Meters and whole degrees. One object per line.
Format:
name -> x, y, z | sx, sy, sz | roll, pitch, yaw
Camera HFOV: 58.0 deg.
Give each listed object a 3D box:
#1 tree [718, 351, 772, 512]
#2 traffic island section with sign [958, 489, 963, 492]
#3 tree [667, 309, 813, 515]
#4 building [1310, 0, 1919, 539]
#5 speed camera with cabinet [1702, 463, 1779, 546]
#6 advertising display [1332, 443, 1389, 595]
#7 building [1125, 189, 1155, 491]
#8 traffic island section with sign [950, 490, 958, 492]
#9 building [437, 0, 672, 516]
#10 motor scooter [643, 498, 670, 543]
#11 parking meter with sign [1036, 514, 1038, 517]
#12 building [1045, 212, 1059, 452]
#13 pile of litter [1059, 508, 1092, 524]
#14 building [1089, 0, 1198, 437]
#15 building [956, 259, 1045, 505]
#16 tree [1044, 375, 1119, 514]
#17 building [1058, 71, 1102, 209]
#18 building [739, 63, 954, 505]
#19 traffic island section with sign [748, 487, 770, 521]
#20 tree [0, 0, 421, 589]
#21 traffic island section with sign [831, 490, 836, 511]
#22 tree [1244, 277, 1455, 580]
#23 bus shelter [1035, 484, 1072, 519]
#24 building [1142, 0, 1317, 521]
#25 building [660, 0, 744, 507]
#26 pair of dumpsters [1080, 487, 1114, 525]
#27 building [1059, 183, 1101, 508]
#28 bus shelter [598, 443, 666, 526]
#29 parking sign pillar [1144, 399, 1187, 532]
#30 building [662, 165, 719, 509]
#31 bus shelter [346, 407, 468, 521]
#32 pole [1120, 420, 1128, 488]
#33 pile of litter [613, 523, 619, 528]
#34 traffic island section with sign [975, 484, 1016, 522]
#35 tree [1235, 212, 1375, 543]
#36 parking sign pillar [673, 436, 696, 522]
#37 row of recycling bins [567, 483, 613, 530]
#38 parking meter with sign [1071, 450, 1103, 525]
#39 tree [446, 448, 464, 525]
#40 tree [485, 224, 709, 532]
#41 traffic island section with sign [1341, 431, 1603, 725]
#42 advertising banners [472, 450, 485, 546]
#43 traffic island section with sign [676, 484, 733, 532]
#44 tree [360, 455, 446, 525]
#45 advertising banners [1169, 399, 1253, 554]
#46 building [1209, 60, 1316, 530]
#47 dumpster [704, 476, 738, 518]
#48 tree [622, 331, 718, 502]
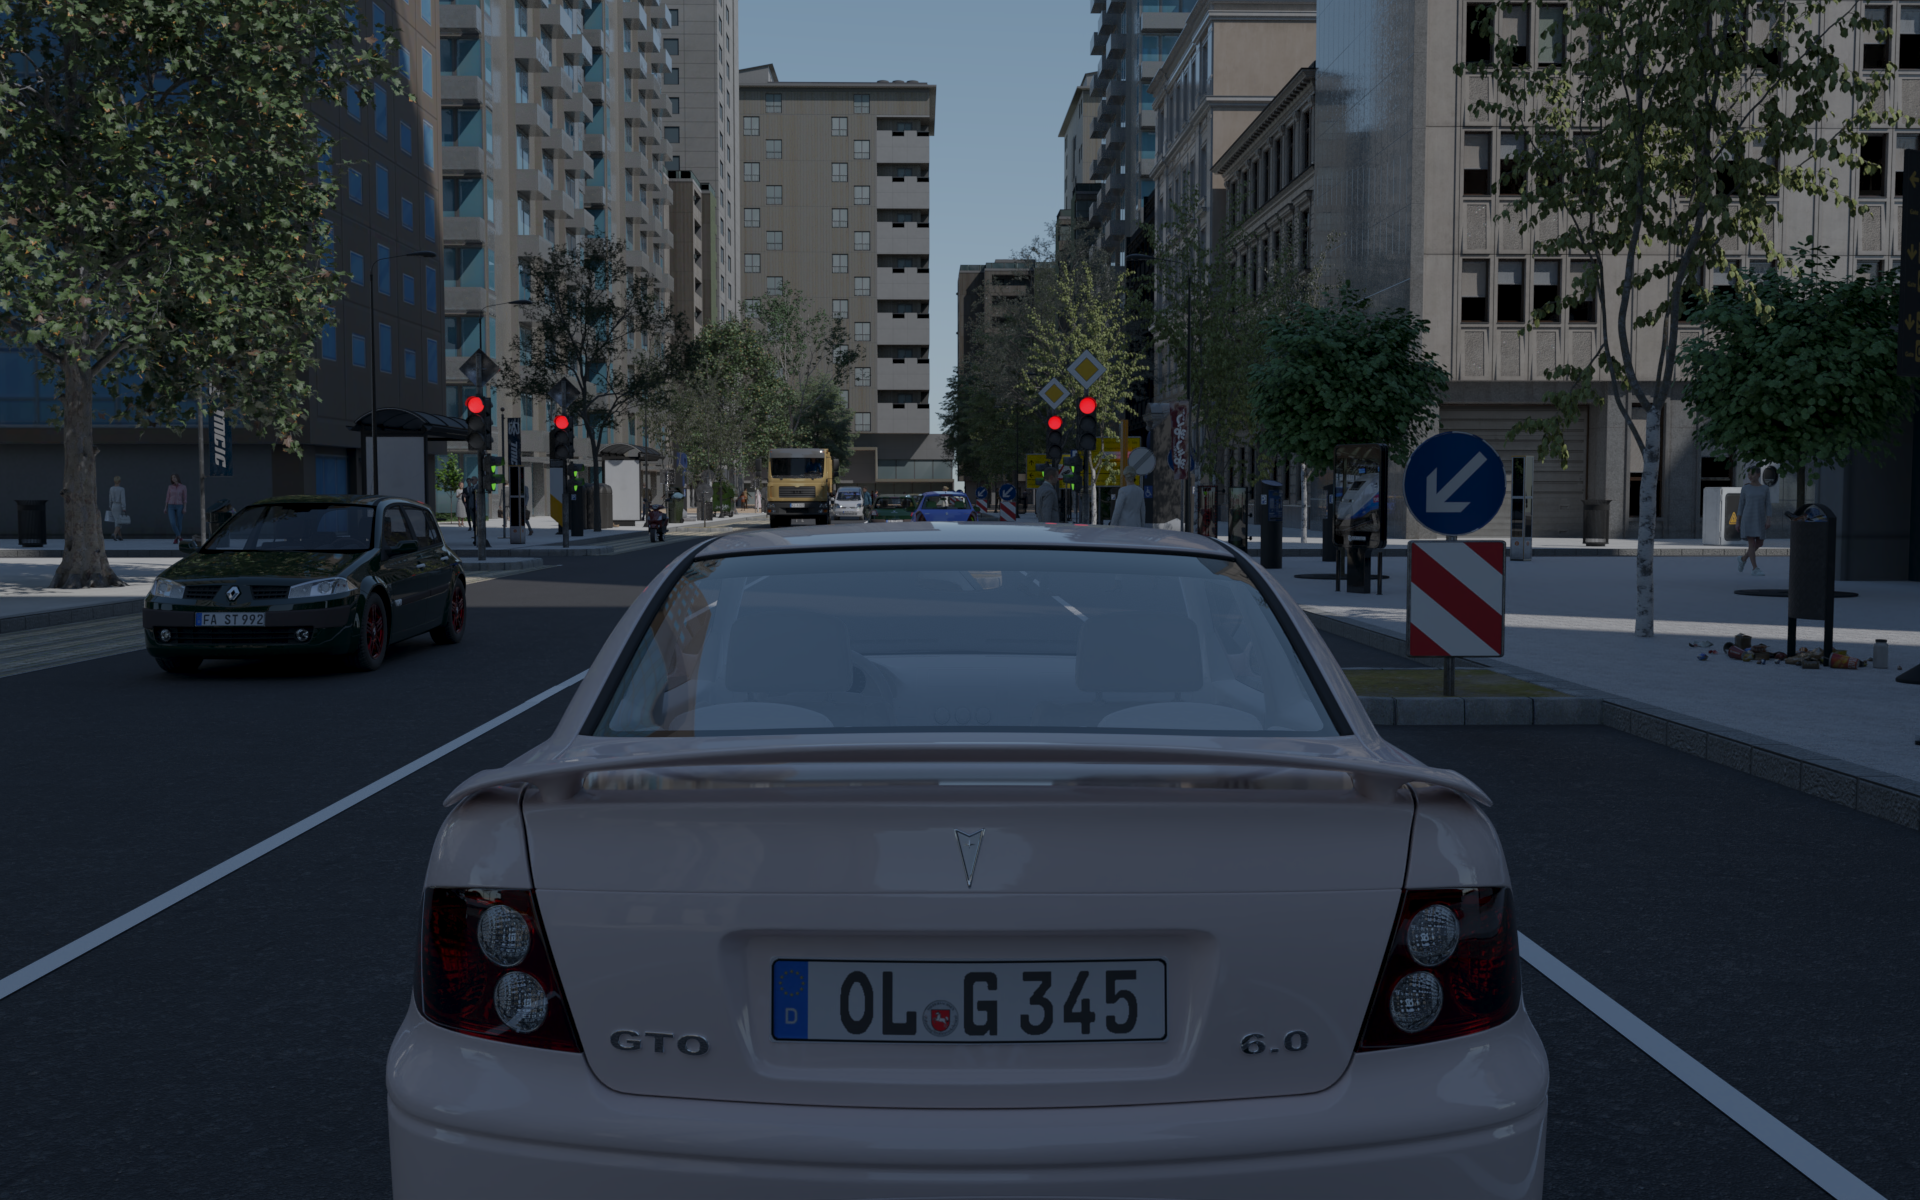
tree -> -12.402, -8.392, 87.573 | 4.360, 8.622, 3.978 | 0, 3, 0
traffic island section with sign -> 1.033, -5.232, 94.169 | 1.989, 1.847, 2.006 | 0, 4, -1
tree -> -14.258, -11.686, 108.075 | 9.611, 12.733, 9.660 | 0, 3, 0
building -> 22.398, -14.459, 54.428 | 19.932, 24.808, 12.078 | 0, 4, -1
speed camera with cabinet -> 19.529, -2.992, 43.250 | 2.038, 3.252, 0.660 | -2, 4, -25
advertising display -> 5.165, -1.050, 22.389 | 0.123, 1.923, 0.974 | -2, 4, -25
building -> 17.536, -17.108, 109.394 | 12.332, 23.373, 15.834 | 0, 4, -1
traffic island section with sign -> -0.809, -9.926, 170.916 | 1.989, 1.847, 2.006 | 0, 4, -1
building -> -33.947, -31.261, 130.733 | 23.786, 49.044, 30.456 | 0, 4, -1
motor scooter -> -8.996, -2.371, 51.537 | 0.815, 1.314, 1.986 | 0, 4, -1
parking meter with sign -> 4.577, -6.006, 94.456 | 0.543, 3.016, 1.738 | -1, 4, -17
building -> 16.576, -24.827, 177.630 | 14.160, 30.474, 14.107 | 0, 4, -1
pile of litter -> 4.018, -2.668, 57.585 | 1.176, 0.858, 1.719 | 0, 4, -4
building -> 22.291, -31.816, 139.794 | 23.786, 49.044, 30.456 | 0, 4, -1
building -> 6.689, -27.175, 216.018 | 14.107, 30.474, 14.160 | 0, 4, -1
tree -> 6.887, -9.001, 97.533 | 4.360, 8.622, 3.978 | 0, 3, 0
building -> 27.367, -38.741, 222.650 | 27.495, 52.752, 28.713 | 0, 4, -1
building -> -14.699, -38.659, 221.311 | 27.495, 52.752, 28.713 | 0, 4, -1
traffic island section with sign -> -10.382, -5.187, 93.437 | 1.989, 1.847, 2.006 | 0, 4, -1
tree -> -12.097, -6.510, 23.440 | 9.611, 12.733, 9.660 | 0, 3, 0
traffic island section with sign -> -12.213, -9.884, 170.230 | 1.989, 1.847, 2.006 | 0, 4, -1
tree -> 5.823, -2.607, 26.336 | 4.285, 4.588, 4.351 | 0, 3, 0
bus shelter -> 4.869, -5.910, 90.553 | 2.014, 3.302, 5.546 | 0, 4, -1
building -> 17.612, -18.628, 90.480 | 13.634, 28.700, 20.117 | 0, 4, -1
building -> -33.143, -44.916, 172.631 | 20.611, 71.187, 20.563 | 0, 4, -1
pair of dumpsters -> 5.475, -3.809, 64.764 | 1.574, 2.255, 4.437 | 0, 4, -1
building -> 17.242, -23.956, 163.383 | 14.160, 30.474, 14.107 | 0, 4, -1
bus shelter -> -13.485, -4.722, 71.131 | 2.014, 3.302, 5.546 | 0, 4, -1
parking sign pillar -> 5.803, -3.696, 48.903 | 1.447, 3.967, 1.447 | -3, 4, -36
building -> -29.363, -23.374, 153.870 | 14.160, 30.474, 14.107 | 0, 4, -1
bus shelter -> -13.340, -3.008, 43.107 | 2.014, 3.302, 5.546 | 0, 4, -2
pole -> 4.512, -3.291, 47.648 | 0.158, 3.312, 0.155 | 0, 3, 0
pile of litter -> -13.882, -3.236, 66.878 | 1.176, 0.858, 1.719 | -3, 4, -38
traffic island section with sign -> 1.682, -3.531, 66.361 | 1.989, 1.847, 2.006 | 0, 4, -1
tree -> 9.062, -5.796, 45.124 | 4.360, 8.622, 3.978 | 0, 3, 0
parking sign pillar -> -13.114, -5.671, 81.189 | 1.447, 3.967, 1.447 | 0, 4, 1
row of recycling bins -> -13.632, -3.462, 63.723 | 1.069, 1.692, 3.534 | 1, 4, 9
parking meter with sign -> 5.090, -4.436, 68.796 | 0.543, 3.016, 1.738 | 3, 4, 36
tree -> -21.470, -4.804, 73.154 | 1.663, 3.219, 1.824 | 0, 3, 0
tree -> -12.267, -7.629, 59.149 | 8.767, 10.594, 7.601 | 1, 4, 14
traffic island section with sign -> 2.994, -0.187, 11.694 | 1.989, 1.847, 2.006 | 0, 4, -1
advertising banners -> -12.085, -2.900, 43.603 | 0.090, 3.025, 2.074 | 0, 4, -7
traffic island section with sign -> -9.728, -3.515, 66.099 | 1.989, 1.847, 2.006 | 0, 4, -1
tree -> -16.366, -3.420, 50.516 | 1.663, 3.219, 1.824 | 0, 3, 0
advertising banners -> 4.556, -2.172, 31.693 | 0.090, 3.025, 2.074 | -3, 4, -38
building -> 17.055, -12.628, 71.090 | 10.561, 19.102, 19.286 | 0, 4, -1
dumpster -> -13.019, -5.650, 94.874 | 1.502, 2.255, 1.985 | 0, 4, -1
tree -> -13.094, -7.779, 77.552 | 4.360, 8.622, 3.978 | 0, 3, 0
